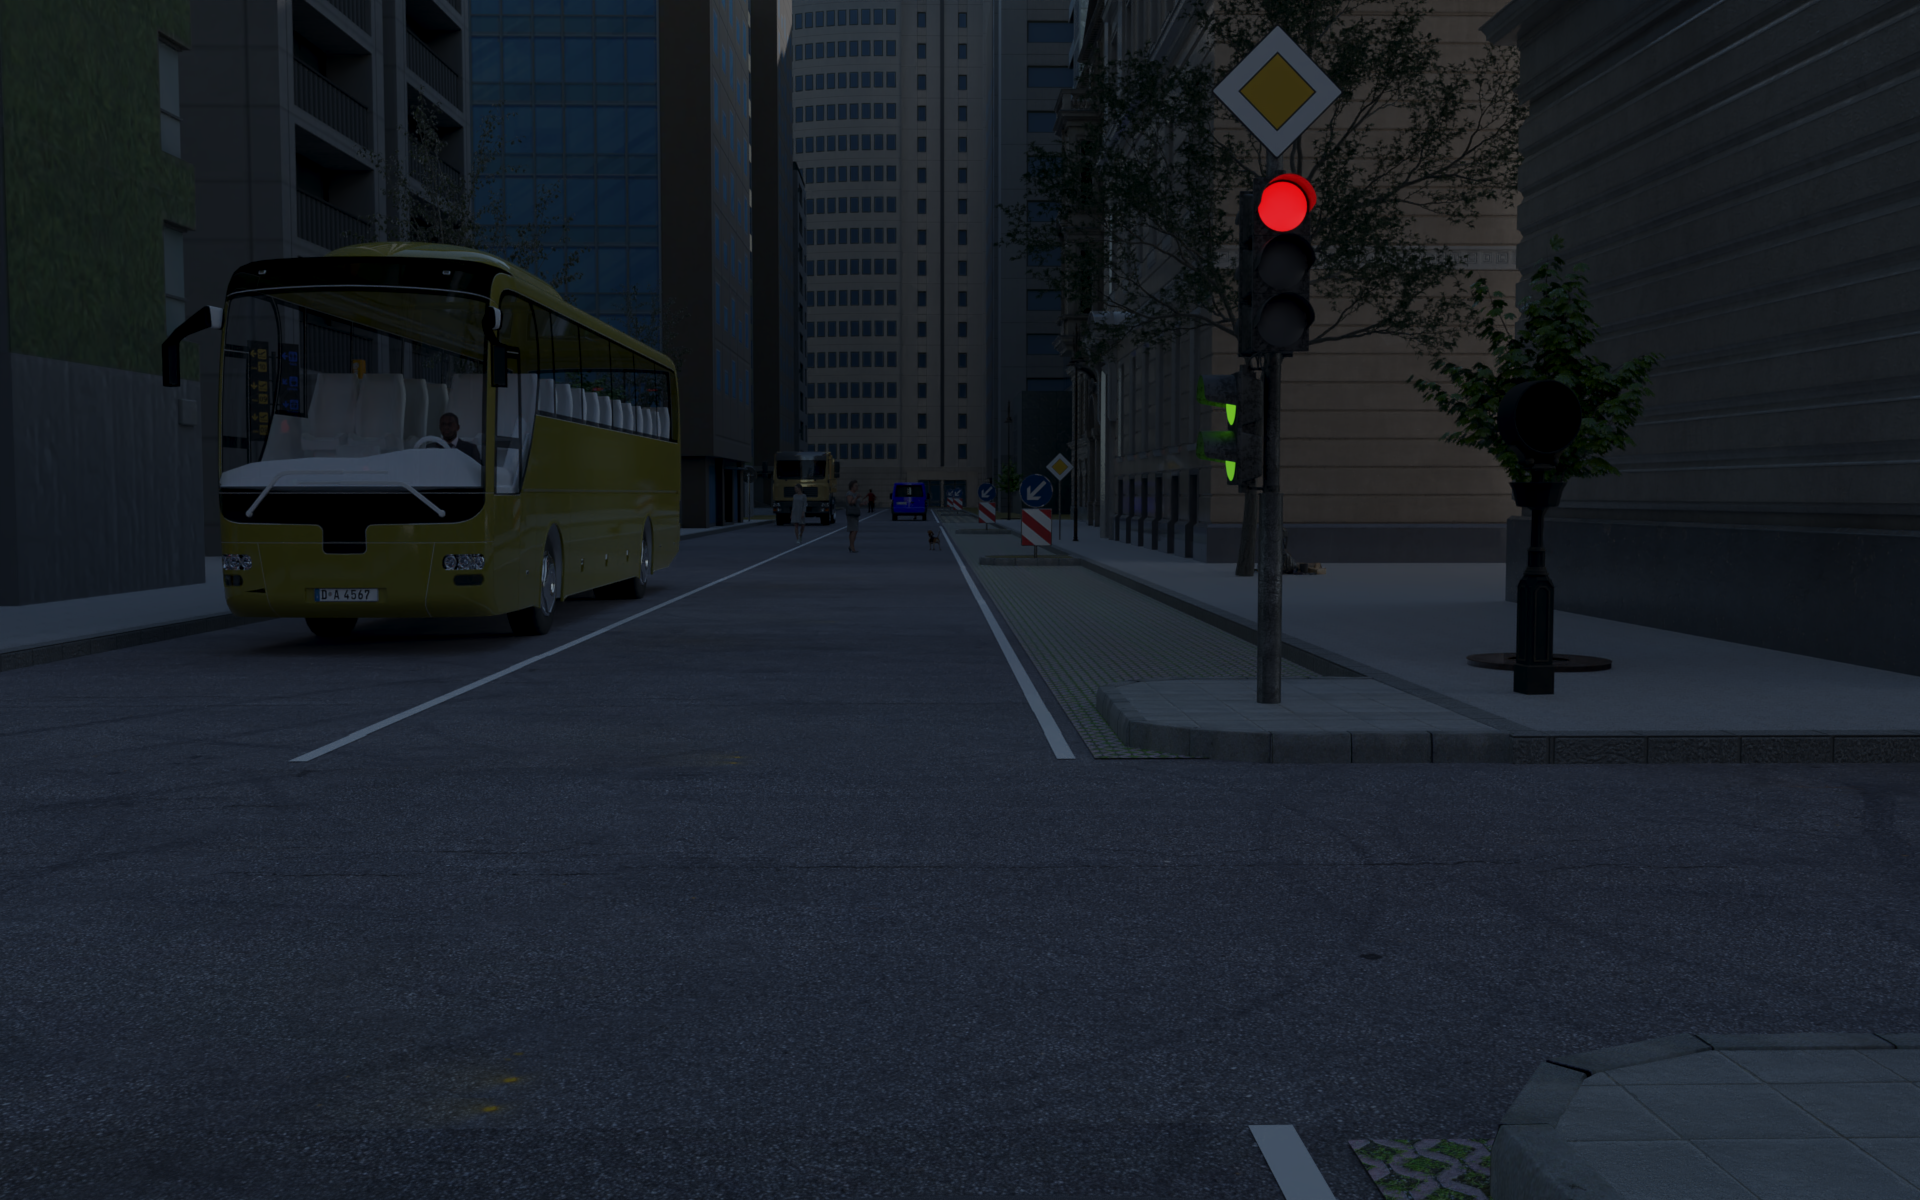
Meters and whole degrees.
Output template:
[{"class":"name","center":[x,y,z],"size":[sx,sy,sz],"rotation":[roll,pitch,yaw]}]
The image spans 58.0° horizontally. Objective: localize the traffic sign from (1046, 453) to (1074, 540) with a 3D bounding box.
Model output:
[{"class":"traffic sign","center":[2.790,-2.888,48.396],"size":[0.795,2.450,0.064],"rotation":[0,4,4]}]

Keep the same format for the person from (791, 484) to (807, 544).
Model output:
[{"class":"person","center":[-4.674,-2.501,50.134],"size":[0.466,1.731,0.760],"rotation":[-1,4,-10]}]

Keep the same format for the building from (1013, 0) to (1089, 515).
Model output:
[{"class":"building","center":[15.107,-48.208,100.865],"size":[22.319,86.520,31.000],"rotation":[0,4,-1]}]

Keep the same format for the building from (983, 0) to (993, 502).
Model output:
[{"class":"building","center":[9.448,-30.782,153.398],"size":[14.600,45.320,14.200],"rotation":[0,4,-1]}]

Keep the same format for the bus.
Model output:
[{"class":"bus","center":[-5.451,-1.788,20.779],"size":[2.896,3.916,12.252],"rotation":[0,4,-1]}]

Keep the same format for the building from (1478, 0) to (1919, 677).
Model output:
[{"class":"building","center":[15.890,-11.415,15.521],"size":[19.941,23.489,11.050],"rotation":[0,4,-1]}]

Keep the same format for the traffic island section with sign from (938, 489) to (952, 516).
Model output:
[{"class":"traffic island section with sign","center":[-0.275,-6.391,113.119],"size":[1.989,1.847,2.006],"rotation":[0,4,-1]}]

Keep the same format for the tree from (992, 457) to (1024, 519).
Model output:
[{"class":"tree","center":[2.445,-5.739,88.431],"size":[1.663,3.219,1.824],"rotation":[0,3,0]}]

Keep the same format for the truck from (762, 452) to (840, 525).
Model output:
[{"class":"truck","center":[-7.232,-5.213,81.162],"size":[3.469,3.379,9.791],"rotation":[0,4,-2]}]

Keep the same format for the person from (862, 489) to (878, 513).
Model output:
[{"class":"person","center":[-6.831,-7.554,131.950],"size":[1.348,1.831,0.705],"rotation":[-2,4,-28]}]

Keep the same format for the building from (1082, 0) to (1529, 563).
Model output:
[{"class":"building","center":[10.579,-15.606,41.070],"size":[13.634,28.700,20.117],"rotation":[0,4,-1]}]

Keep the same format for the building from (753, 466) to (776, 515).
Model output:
[{"class":"building","center":[-27.208,-25.618,110.743],"size":[32.217,40.220,23.993],"rotation":[0,4,-1]}]

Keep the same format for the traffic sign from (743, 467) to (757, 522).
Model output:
[{"class":"traffic sign","center":[-9.850,-4.939,80.855],"size":[0.768,2.556,0.104],"rotation":[1,4,8]}]

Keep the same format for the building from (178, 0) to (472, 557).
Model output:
[{"class":"building","center":[-21.952,-37.018,43.491],"size":[20.563,71.187,20.611],"rotation":[0,4,-1]}]

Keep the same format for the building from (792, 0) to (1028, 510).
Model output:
[{"class":"building","center":[-7.950,-38.991,179.501],"size":[28.212,58.520,21.231],"rotation":[0,4,-1]}]

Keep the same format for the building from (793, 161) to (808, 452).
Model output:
[{"class":"building","center":[-20.654,-23.316,152.914],"size":[14.107,30.474,14.160],"rotation":[0,4,-1]}]

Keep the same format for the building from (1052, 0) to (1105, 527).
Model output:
[{"class":"building","center":[11.010,-15.260,68.578],"size":[14.460,24.649,34.723],"rotation":[0,4,-1]}]

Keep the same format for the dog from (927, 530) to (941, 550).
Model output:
[{"class":"dog","center":[-0.669,-1.526,44.242],"size":[0.540,0.507,0.406],"rotation":[2,4,26]}]

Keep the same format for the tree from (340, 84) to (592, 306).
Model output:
[{"class":"tree","center":[-9.166,-5.005,32.188],"size":[4.360,8.622,3.978],"rotation":[0,3,0]}]

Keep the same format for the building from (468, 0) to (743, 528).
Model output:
[{"class":"building","center":[-16.160,-25.667,69.768],"size":[14.600,45.320,14.200],"rotation":[0,4,-1]}]

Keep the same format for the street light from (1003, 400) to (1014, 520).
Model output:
[{"class":"street light","center":[2.395,-6.864,85.018],"size":[0.468,5.910,1.993],"rotation":[0,4,-1]}]

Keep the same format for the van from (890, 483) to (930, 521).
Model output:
[{"class":"van","center":[-2.735,-5.481,93.994],"size":[2.240,2.365,5.245],"rotation":[0,4,-1]}]

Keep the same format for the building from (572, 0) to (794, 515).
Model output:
[{"class":"building","center":[-19.953,-29.341,129.835],"size":[14.600,45.320,14.200],"rotation":[0,4,-1]}]

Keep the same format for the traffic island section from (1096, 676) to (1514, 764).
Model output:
[{"class":"traffic island section","center":[1.922,0.711,10.658],"size":[2.009,0.180,2.903],"rotation":[0,4,-1]}]

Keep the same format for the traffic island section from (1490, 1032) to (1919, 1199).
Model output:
[{"class":"traffic island section","center":[2.093,1.199,2.675],"size":[2.009,0.180,2.903],"rotation":[0,4,-1]}]

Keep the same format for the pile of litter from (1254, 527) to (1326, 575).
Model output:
[{"class":"pile of litter","center":[5.326,-0.871,28.203],"size":[1.176,0.858,1.719],"rotation":[0,4,-2]}]

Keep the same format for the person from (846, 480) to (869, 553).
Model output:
[{"class":"person","center":[-2.563,-2.057,42.495],"size":[0.532,1.782,0.716],"rotation":[1,4,16]}]

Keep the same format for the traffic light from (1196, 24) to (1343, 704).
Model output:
[{"class":"traffic light","center":[1.882,-1.322,10.543],"size":[0.839,4.253,0.868],"rotation":[0,4,-1]}]

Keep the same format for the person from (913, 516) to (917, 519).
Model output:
[{"class":"person","center":[-2.632,-5.252,97.608],"size":[0.697,1.427,0.421],"rotation":[1,4,20]}]

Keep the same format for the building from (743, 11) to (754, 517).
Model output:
[{"class":"building","center":[-18.803,-19.602,92.201],"size":[14.160,30.474,14.107],"rotation":[0,4,-1]}]

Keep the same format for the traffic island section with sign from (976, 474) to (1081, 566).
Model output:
[{"class":"traffic island section with sign","center":[1.393,-1.628,35.251],"size":[1.989,1.847,2.006],"rotation":[0,4,-1]}]

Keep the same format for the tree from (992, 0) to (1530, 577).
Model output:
[{"class":"tree","center":[4.564,-5.626,26.402],"size":[8.767,10.594,7.601],"rotation":[-2,4,-23]}]

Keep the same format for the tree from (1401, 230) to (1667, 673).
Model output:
[{"class":"tree","center":[4.400,-1.109,12.742],"size":[1.663,3.219,1.824],"rotation":[0,3,0]}]

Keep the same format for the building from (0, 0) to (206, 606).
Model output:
[{"class":"building","center":[-17.736,-20.374,16.708],"size":[14.154,41.232,14.086],"rotation":[0,4,-1]}]

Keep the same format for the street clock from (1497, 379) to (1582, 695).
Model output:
[{"class":"street clock","center":[3.695,-0.399,11.096],"size":[0.471,2.002,0.358],"rotation":[-1,4,-10]}]

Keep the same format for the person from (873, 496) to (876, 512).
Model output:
[{"class":"person","center":[-7.089,-7.905,141.009],"size":[0.557,1.426,1.065],"rotation":[2,4,34]}]

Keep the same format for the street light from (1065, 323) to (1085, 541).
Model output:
[{"class":"street light","center":[3.144,-4.535,46.930],"size":[0.468,5.910,1.993],"rotation":[0,4,-1]}]

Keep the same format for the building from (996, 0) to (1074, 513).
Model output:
[{"class":"building","center":[12.974,-36.050,131.412],"size":[21.231,58.520,28.212],"rotation":[0,4,-1]}]

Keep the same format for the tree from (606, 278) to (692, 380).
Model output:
[{"class":"tree","center":[-11.084,-6.628,58.733],"size":[4.360,8.622,3.978],"rotation":[0,3,0]}]

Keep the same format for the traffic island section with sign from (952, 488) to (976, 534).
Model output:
[{"class":"traffic island section with sign","center":[0.830,-3.277,62.200],"size":[1.989,1.847,2.006],"rotation":[0,4,-1]}]
